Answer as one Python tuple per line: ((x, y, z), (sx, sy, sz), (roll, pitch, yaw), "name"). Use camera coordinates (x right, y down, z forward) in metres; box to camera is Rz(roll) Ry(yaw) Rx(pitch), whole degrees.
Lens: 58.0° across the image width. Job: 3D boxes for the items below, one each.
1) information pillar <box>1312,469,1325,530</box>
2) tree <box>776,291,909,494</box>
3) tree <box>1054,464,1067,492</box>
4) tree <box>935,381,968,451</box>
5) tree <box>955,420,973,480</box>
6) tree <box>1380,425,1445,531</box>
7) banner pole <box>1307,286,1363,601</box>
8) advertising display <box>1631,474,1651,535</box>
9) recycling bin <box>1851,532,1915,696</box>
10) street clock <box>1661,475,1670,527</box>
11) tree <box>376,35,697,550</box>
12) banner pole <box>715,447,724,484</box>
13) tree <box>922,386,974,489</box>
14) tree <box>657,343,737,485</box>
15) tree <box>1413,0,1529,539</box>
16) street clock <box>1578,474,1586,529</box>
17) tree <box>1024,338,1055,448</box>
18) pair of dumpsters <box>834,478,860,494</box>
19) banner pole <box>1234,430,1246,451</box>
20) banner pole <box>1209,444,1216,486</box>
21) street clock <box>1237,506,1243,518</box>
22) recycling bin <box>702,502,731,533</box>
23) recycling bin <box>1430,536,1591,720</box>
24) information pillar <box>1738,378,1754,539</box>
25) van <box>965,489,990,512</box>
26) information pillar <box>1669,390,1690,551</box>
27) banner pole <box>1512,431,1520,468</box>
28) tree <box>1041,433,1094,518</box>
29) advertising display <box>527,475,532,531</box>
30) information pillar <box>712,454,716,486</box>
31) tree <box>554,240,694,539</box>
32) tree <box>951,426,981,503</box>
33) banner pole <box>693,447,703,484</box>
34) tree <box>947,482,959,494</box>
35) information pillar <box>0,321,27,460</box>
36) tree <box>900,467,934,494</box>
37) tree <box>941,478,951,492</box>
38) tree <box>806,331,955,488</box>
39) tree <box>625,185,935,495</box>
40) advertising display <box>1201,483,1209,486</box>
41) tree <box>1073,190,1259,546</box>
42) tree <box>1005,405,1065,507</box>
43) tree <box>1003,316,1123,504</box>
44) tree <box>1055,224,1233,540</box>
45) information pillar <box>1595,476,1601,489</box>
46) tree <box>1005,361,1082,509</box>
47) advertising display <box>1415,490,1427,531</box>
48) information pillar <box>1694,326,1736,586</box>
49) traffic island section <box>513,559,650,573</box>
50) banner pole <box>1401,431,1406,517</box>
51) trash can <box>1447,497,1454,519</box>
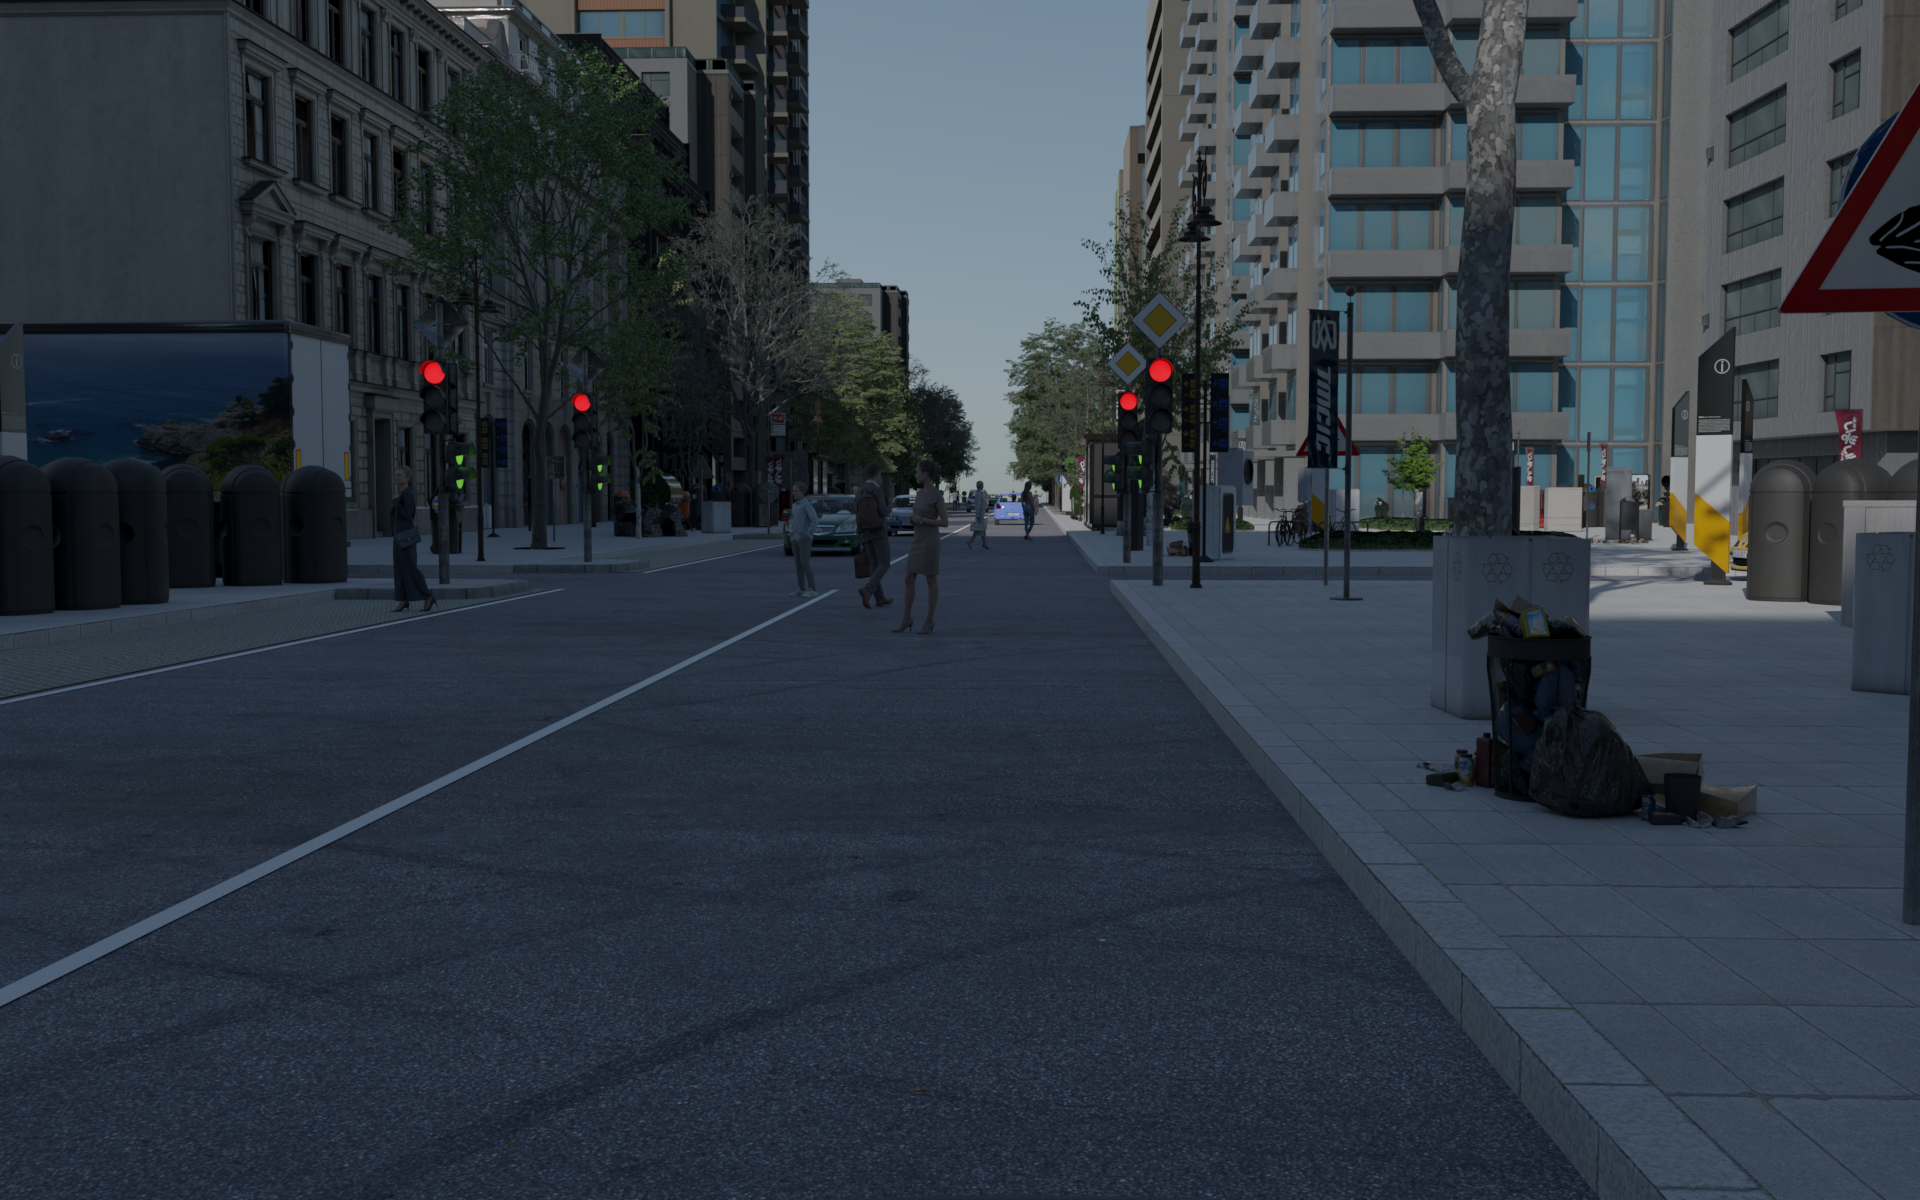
((10.216, -3.525, 48.983), (0.504, 3.616, 0.183), (1, 4, 19), "information pillar")
((-6.764, -10.974, 97.554), (7.486, 12.596, 7.792), (0, 3, 0), "tree")
((6.704, -7.025, 109.456), (1.663, 3.219, 1.824), (0, 3, 0), "tree")
((-4.492, -14.523, 147.822), (12.009, 13.543, 11.850), (0, 3, 0), "tree")
((-3.487, -15.732, 174.231), (9.611, 12.733, 9.660), (0, 3, 0), "tree")
((12.817, -3.320, 48.876), (1.663, 3.219, 1.824), (0, 3, 0), "tree")
((4.490, -1.884, 20.814), (0.863, 3.779, 0.401), (-2, 4, -28), "banner pole")
((21.361, -3.036, 54.856), (0.123, 1.923, 0.974), (-3, 5, -43), "advertising display")
((6.304, 0.081, 11.232), (0.722, 1.027, 0.722), (-3, 5, -40), "recycling bin")
((27.221, -3.796, 66.638), (0.358, 2.002, 0.471), (-2, 4, -25), "street clock")
((-9.619, -6.976, 39.816), (9.928, 11.665, 9.643), (0, 3, 0), "tree")
((-12.870, -6.296, 92.960), (0.863, 3.779, 0.401), (2, 4, 31), "banner pole")
((-2.763, -18.160, 203.562), (9.857, 13.997, 8.962), (0, 3, 0), "tree")
((-12.729, -8.091, 82.647), (4.360, 8.622, 3.978), (0, 3, 0), "tree")
((4.613, -9.594, 12.746), (12.611, 20.169, 13.585), (0, 3, 0), "tree")
((22.961, -3.638, 64.055), (0.358, 2.002, 0.471), (1, 4, 19), "street clock")
((5.013, -7.475, 72.573), (4.360, 8.622, 3.978), (0, 3, 0), "tree")
((-6.931, -6.322, 105.856), (1.574, 2.255, 4.437), (0, 4, 2), "pair of dumpsters")
((10.946, -4.766, 67.943), (0.863, 3.779, 0.401), (-3, 4, -37), "banner pole")
((11.286, -5.303, 76.716), (0.863, 3.779, 0.401), (-3, 5, -42), "banner pole")
((11.289, -3.986, 69.741), (0.358, 2.002, 0.471), (-3, 5, -43), "street clock")
((-8.000, -2.710, 56.854), (0.722, 1.027, 0.722), (-3, 5, -41), "recycling bin")
((3.215, 0.147, 10.158), (0.722, 1.027, 0.722), (0, 4, -1), "recycling bin")
((15.973, -2.683, 35.215), (0.183, 3.616, 0.504), (3, 5, 43), "information pillar")
((1.399, -8.039, 138.456), (2.013, 2.044, 4.112), (0, 4, 3), "van")
((16.239, -2.919, 39.080), (0.504, 3.616, 0.183), (-2, 4, -28), "information pillar")
((22.057, -4.838, 69.124), (0.863, 3.779, 0.401), (-1, 4, -15), "banner pole")
((7.149, -6.733, 93.791), (4.285, 4.588, 4.351), (0, 3, 0), "tree")
((-14.949, -3.359, 60.141), (0.123, 1.923, 0.974), (-1, 4, -14), "advertising display")
((-14.443, -6.750, 101.717), (0.183, 3.616, 0.504), (-2, 4, -33), "information pillar")
((-9.414, -6.062, 49.482), (4.737, 8.622, 4.395), (0, 3, 0), "tree")
((-0.621, -20.466, 260.372), (9.928, 11.665, 9.643), (0, 3, 0), "tree")
((-13.873, -6.215, 91.632), (0.863, 3.779, 0.401), (3, 4, 37), "banner pole")
((-1.002, -15.580, 249.337), (1.663, 3.219, 1.824), (0, 3, 0), "tree")
((-12.748, -1.955, 23.314), (0.183, 3.616, 0.504), (1, 4, 10), "information pillar")
((-4.149, -11.041, 164.234), (4.285, 4.588, 4.351), (0, 3, 0), "tree")
((-1.642, -17.540, 237.134), (4.737, 8.622, 4.395), (0, 3, 0), "tree")
((-6.301, -12.402, 119.780), (9.611, 12.733, 9.660), (0, 3, 0), "tree")
((-8.368, -9.708, 69.089), (12.009, 13.543, 11.850), (0, 3, 0), "tree")
((14.772, -6.080, 104.618), (0.974, 1.923, 0.123), (-2, 4, -26), "advertising display")
((4.917, -5.643, 42.631), (4.737, 8.622, 4.395), (0, 3, 0), "tree")
((9.460, -15.936, 170.925), (12.009, 13.543, 11.850), (0, 3, 0), "tree")
((7.691, -13.181, 122.163), (9.857, 13.997, 8.962), (0, 3, 0), "tree")
((5.439, -5.989, 48.283), (4.360, 8.622, 3.978), (0, 3, 0), "tree")
((26.253, -4.078, 71.169), (0.304, 2.012, 0.304), (2, 4, 31), "information pillar")
((8.465, -13.994, 145.803), (9.611, 12.733, 9.660), (0, 3, 0), "tree")
((13.886, -2.877, 52.251), (0.123, 1.923, 0.974), (0, 4, 0), "advertising display")
((10.628, -2.020, 24.374), (0.504, 3.616, 0.183), (3, 5, 39), "information pillar")
((-7.050, -0.639, 32.730), (2.009, 0.180, 2.903), (0, 4, 2), "traffic island section")
((17.632, -4.834, 69.054), (0.401, 3.779, 0.863), (2, 4, 26), "banner pole")
((20.678, -3.711, 72.327), (0.748, 1.137, 0.748), (0, 3, 0), "trash can")
